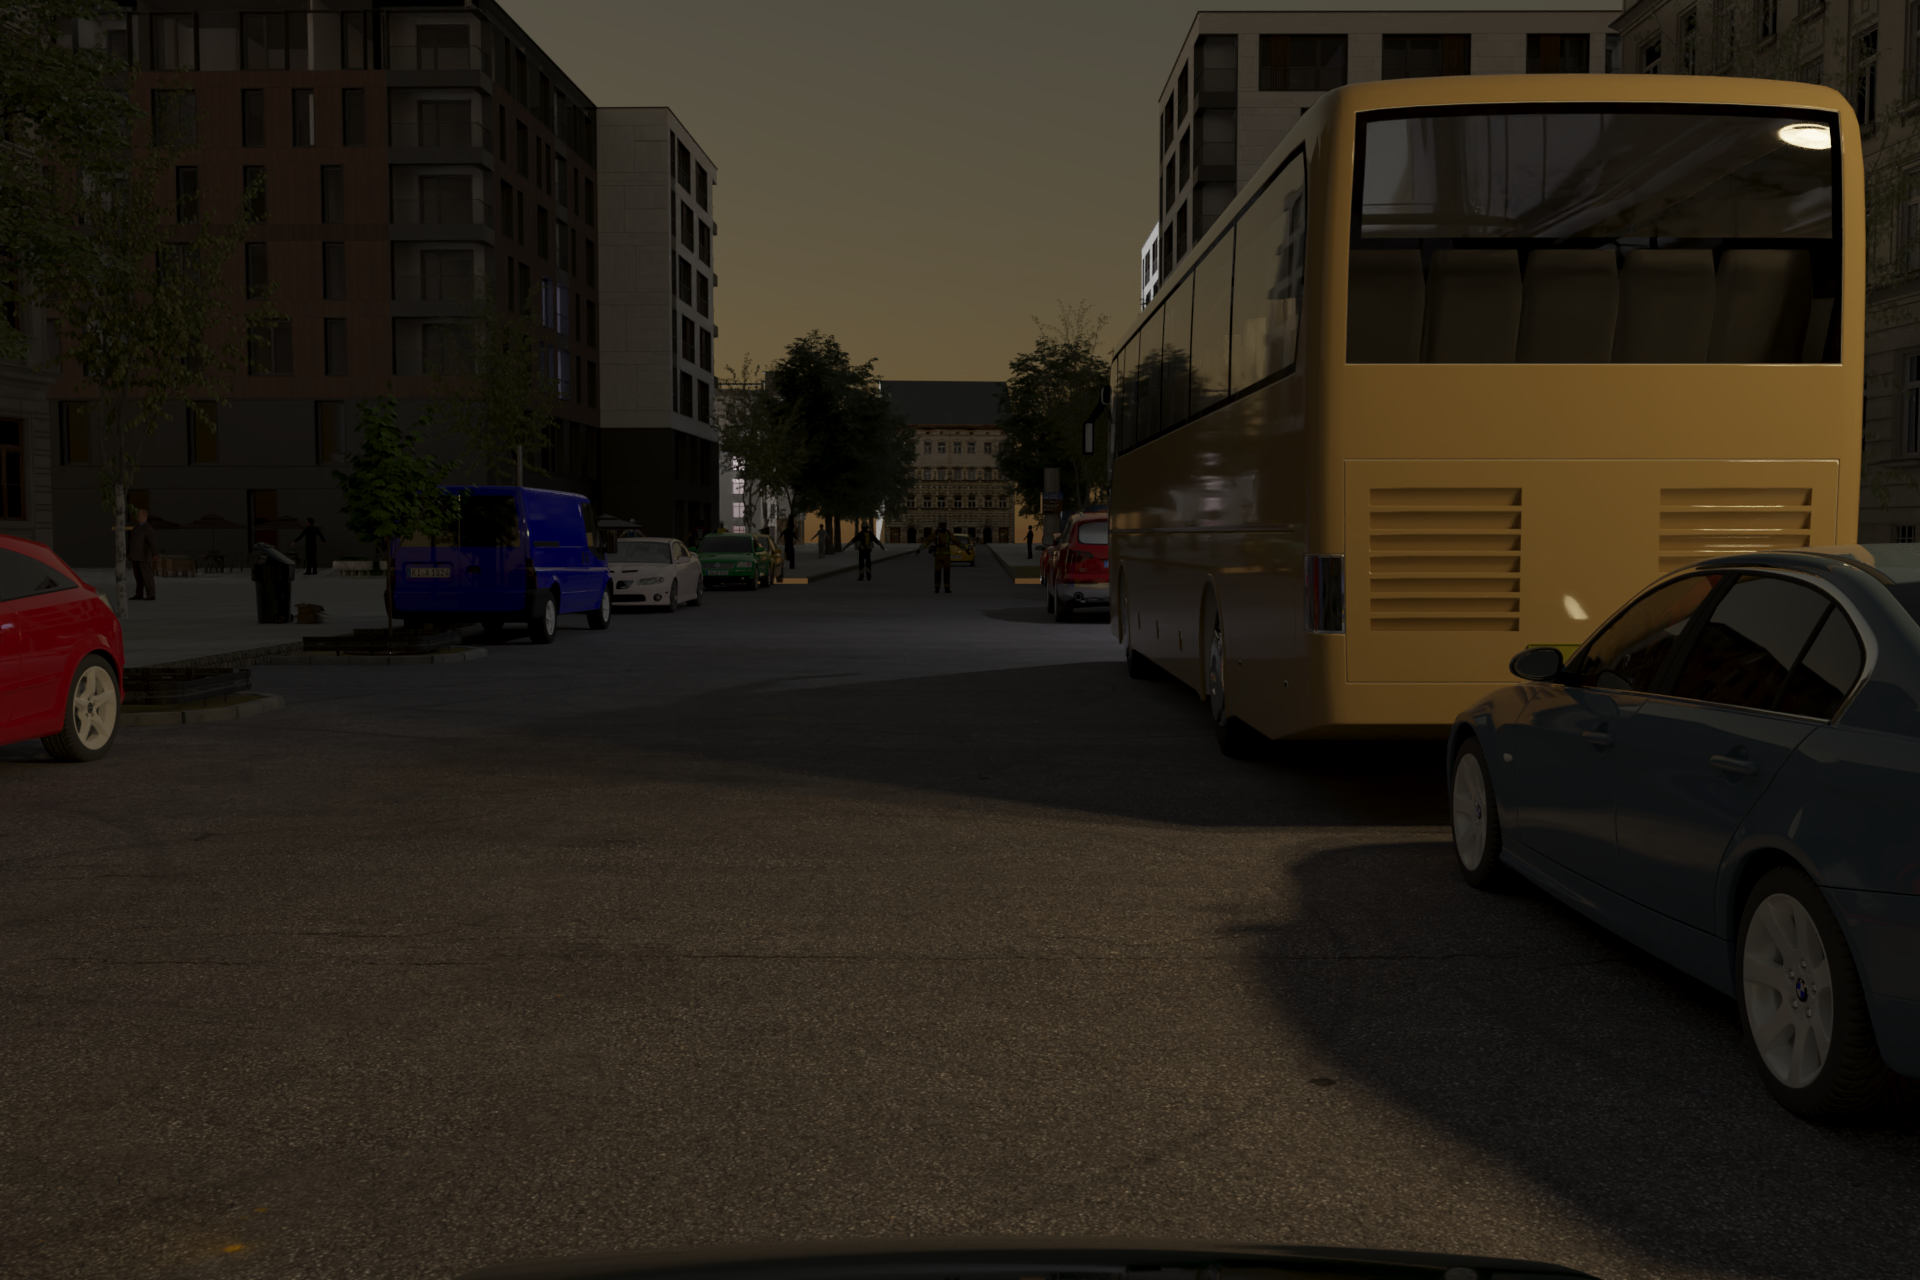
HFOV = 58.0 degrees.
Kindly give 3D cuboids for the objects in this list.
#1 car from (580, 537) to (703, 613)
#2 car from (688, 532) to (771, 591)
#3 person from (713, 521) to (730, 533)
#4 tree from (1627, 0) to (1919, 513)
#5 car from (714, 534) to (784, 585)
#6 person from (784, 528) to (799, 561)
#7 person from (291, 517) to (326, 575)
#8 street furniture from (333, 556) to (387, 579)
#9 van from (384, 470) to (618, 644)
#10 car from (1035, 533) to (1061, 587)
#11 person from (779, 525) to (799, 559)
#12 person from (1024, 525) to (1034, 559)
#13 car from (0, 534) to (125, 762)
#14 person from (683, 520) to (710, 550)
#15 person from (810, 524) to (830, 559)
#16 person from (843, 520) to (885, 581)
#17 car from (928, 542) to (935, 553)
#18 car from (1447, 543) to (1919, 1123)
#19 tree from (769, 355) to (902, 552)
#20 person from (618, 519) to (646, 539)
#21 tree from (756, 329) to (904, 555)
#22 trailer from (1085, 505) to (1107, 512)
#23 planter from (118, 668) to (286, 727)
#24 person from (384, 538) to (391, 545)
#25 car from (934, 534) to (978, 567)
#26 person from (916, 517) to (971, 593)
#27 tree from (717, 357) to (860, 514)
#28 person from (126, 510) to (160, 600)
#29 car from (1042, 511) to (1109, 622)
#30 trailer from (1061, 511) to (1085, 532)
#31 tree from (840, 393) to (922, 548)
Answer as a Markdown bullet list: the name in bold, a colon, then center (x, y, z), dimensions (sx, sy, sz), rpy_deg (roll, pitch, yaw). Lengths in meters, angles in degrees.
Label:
- **car**: center (-6.087, -1.264, 33.036), dimensions (2.083, 1.381, 4.827), rpy_deg (0, 4, 1)
- **car**: center (-6.004, -2.226, 45.184), dimensions (1.959, 1.807, 4.718), rpy_deg (0, 4, 0)
- **person**: center (-10.132, -4.145, 73.747), dimensions (1.349, 1.833, 0.705), rpy_deg (0, 4, -5)
- **tree**: center (9.508, -4.289, 20.489), dimensions (4.360, 8.622, 3.978), rpy_deg (0, 3, 0)
- **car**: center (-6.072, -2.419, 49.774), dimensions (2.015, 1.641, 3.980), rpy_deg (0, 3, 0)
- **person**: center (-8.150, -4.711, 83.249), dimensions (0.704, 1.802, 1.346), rpy_deg (-2, 4, -34)
- **person**: center (-20.518, -2.966, 54.687), dimensions (0.705, 1.806, 1.347), rpy_deg (2, 4, 27)
- **street furniture**: center (-13.739, -2.230, 52.091), dimensions (10.072, 0.657, 5.734), rpy_deg (0, 4, -2)
- **van**: center (-6.245, -1.215, 24.250), dimensions (2.240, 2.365, 5.245), rpy_deg (0, 4, 0)
- **car**: center (3.191, -2.419, 48.587), dimensions (2.155, 1.783, 4.494), rpy_deg (0, 4, 1)
- **person**: center (-8.706, -4.990, 87.730), dimensions (0.704, 1.812, 1.346), rpy_deg (3, 5, 44)
- **person**: center (3.514, -5.027, 88.904), dimensions (0.721, 1.740, 1.216), rpy_deg (1, 4, 23)
- **car**: center (-6.358, -0.027, 9.482), dimensions (2.155, 1.783, 4.494), rpy_deg (0, 4, 1)
- **person**: center (-9.915, -3.669, 66.126), dimensions (1.345, 1.843, 0.704), rpy_deg (-1, 4, -10)
- **person**: center (-7.188, -5.104, 89.643), dimensions (1.347, 1.806, 0.705), rpy_deg (3, 4, 38)
- **person**: center (-2.937, -2.756, 53.290), dimensions (1.354, 1.856, 0.705), rpy_deg (-1, 4, -22)
- **car**: center (-1.468, -7.282, 128.841), dimensions (2.009, 1.686, 4.222), rpy_deg (0, 4, 1)
- **car**: center (2.906, 0.398, 5.503), dimensions (2.014, 1.417, 4.499), rpy_deg (0, 4, 1)
- **tree**: center (-8.496, -13.102, 120.876), dimensions (9.857, 13.997, 8.962), rpy_deg (0, 3, 0)
- **person**: center (-12.087, -3.557, 64.014), dimensions (1.347, 1.847, 0.705), rpy_deg (0, 4, 7)
- **tree**: center (-8.096, -12.263, 107.162), dimensions (9.857, 13.997, 8.962), rpy_deg (0, 3, 0)
- **trailer**: center (3.082, -1.744, 35.562), dimensions (1.471, 1.999, 3.904), rpy_deg (0, 4, 0)
- **planter**: center (-6.588, 0.444, 13.880), dimensions (1.991, 0.319, 1.994), rpy_deg (0, 4, 1)
- **person**: center (-20.357, -3.430, 62.209), dimensions (0.705, 1.813, 1.348), rpy_deg (1, 4, 11)
- **car**: center (-0.177, -4.134, 77.812), dimensions (2.015, 1.641, 3.980), rpy_deg (0, 4, 1)
- **person**: center (-0.424, -2.074, 42.139), dimensions (1.354, 1.858, 0.705), rpy_deg (-1, 4, -10)
- **tree**: center (-9.156, -9.656, 92.286), dimensions (8.767, 10.594, 7.601), rpy_deg (1, 4, 10)
- **person**: center (-15.857, -1.648, 33.538), dimensions (0.990, 1.755, 0.434), rpy_deg (2, 4, 34)
- **car**: center (2.567, -1.289, 29.746), dimensions (2.281, 1.827, 5.304), rpy_deg (0, 4, 1)
- **trailer**: center (3.072, -2.258, 43.960), dimensions (1.471, 1.999, 3.904), rpy_deg (0, 4, 1)
- **tree**: center (-8.172, -15.289, 156.625), dimensions (9.857, 13.997, 8.962), rpy_deg (0, 3, 0)
